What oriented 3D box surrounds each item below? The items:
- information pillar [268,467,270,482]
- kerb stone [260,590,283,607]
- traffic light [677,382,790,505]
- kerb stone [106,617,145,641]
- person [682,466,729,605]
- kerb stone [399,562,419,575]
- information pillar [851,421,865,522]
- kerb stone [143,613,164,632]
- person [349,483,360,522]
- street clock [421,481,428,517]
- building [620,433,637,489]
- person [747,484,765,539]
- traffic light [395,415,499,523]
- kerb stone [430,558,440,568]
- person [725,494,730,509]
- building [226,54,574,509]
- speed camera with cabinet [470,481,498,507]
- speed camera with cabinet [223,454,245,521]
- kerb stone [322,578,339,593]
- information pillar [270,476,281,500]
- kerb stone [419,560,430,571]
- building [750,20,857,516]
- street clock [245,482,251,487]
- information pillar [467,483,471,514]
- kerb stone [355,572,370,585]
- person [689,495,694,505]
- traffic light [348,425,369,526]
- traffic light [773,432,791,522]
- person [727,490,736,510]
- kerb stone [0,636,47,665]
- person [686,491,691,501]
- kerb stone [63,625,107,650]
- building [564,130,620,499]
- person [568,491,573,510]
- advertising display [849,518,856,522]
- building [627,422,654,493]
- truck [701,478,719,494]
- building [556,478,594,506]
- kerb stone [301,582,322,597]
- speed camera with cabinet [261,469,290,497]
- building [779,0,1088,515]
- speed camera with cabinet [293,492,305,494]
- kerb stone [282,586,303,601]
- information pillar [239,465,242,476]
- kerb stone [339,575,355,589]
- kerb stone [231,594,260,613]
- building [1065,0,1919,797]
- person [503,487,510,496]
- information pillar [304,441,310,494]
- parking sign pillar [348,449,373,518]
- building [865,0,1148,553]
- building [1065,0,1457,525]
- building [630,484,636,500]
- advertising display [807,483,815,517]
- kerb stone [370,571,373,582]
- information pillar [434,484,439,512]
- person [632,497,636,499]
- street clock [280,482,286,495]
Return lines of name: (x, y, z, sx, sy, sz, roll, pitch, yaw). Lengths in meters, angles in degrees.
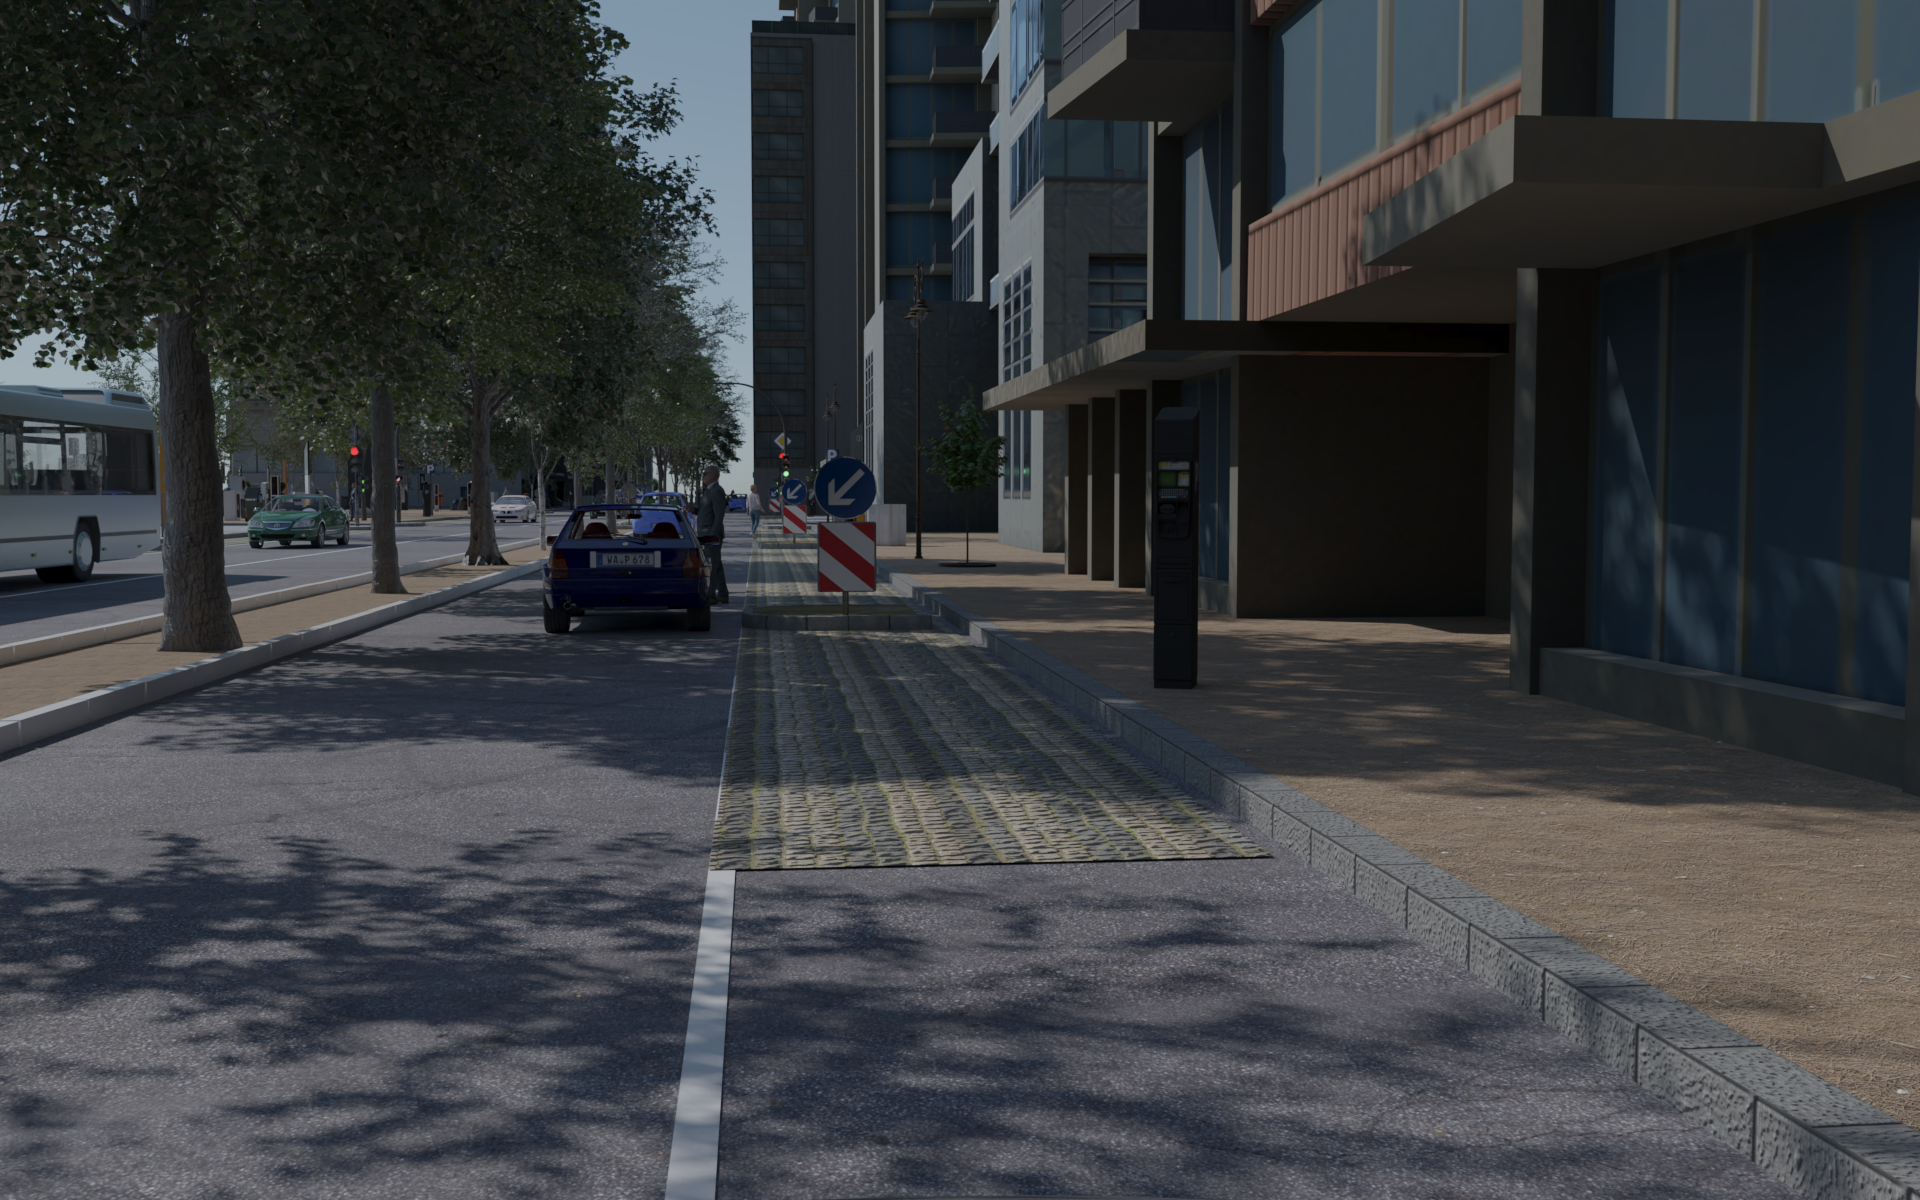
information pillar: (-55.613, -9.057, 139.438, 0.183, 3.616, 0.504, -1, 4, -13)
kerb stone: (-8.953, -0.006, 22.290, 0.120, 0.150, 1.000, 0, 4, -7)
traffic light: (-9.220, -5.862, 70.507, 4.771, 5.953, 1.251, 0, 4, -7)
kerb stone: (-8.363, 0.307, 17.197, 0.120, 0.150, 1.000, 0, 4, -7)
person: (-3.298, -0.847, 22.528, 0.590, 1.801, 0.661, -1, 4, -18)
kerb stone: (-10.024, -0.566, 31.449, 0.120, 0.150, 1.000, 0, 4, -7)
information pillar: (-3.277, -3.935, 55.687, 0.504, 3.616, 0.183, 2, 4, 26)
kerb stone: (-8.481, 0.244, 18.212, 0.120, 0.150, 1.000, 0, 4, -7)
person: (-28.037, -4.522, 80.159, 0.721, 1.800, 0.419, 2, 4, 34)
street clock: (-30.332, -5.723, 98.142, 0.358, 2.002, 0.471, 0, 4, 2)
building: (-58.107, -36.241, 247.167, 22.147, 44.769, 28.867, 0, 4, -7)
person: (-6.576, -2.833, 55.489, 0.731, 1.740, 0.598, 1, 4, 17)
traffic light: (-22.853, -6.267, 77.127, 4.771, 5.953, 1.251, 0, 4, -7)
kerb stone: (-10.259, -0.691, 33.496, 0.120, 0.150, 1.000, 0, 4, -7)
person: (-22.533, -9.582, 165.170, 1.348, 1.822, 0.705, -1, 4, -8)
building: (-51.247, -35.074, 162.703, 28.713, 52.752, 27.495, 0, 4, -7)
speed camera with cabinet: (-34.428, -7.973, 124.696, 2.038, 3.252, 0.660, 3, 4, 36)
speed camera with cabinet: (-35.357, -5.509, 84.400, 0.660, 3.252, 2.038, -1, 4, -10)
kerb stone: (-9.310, -0.189, 25.348, 0.120, 0.150, 1.000, 0, 4, -7)
information pillar: (-27.184, -3.934, 68.815, 0.304, 2.012, 0.304, 0, 4, -7)
kerb stone: (-10.145, -0.629, 32.476, 0.120, 0.150, 1.000, 0, 4, -7)
building: (-6.172, -20.719, 110.457, 14.160, 30.474, 14.107, 0, 4, -7)
street clock: (-42.883, -6.088, 104.103, 0.471, 2.002, 0.358, 2, 4, 23)
information pillar: (-31.069, -6.450, 109.947, 0.304, 2.012, 0.304, 0, 4, 2)
kerb stone: (-9.547, -0.312, 27.379, 0.120, 0.150, 1.000, 0, 4, -7)
person: (-36.862, -13.954, 237.578, 0.756, 1.711, 0.436, 0, 4, 5)
traffic light: (-23.999, -4.893, 68.920, 0.839, 4.253, 0.868, 0, 4, -7)
traffic light: (-8.075, -5.498, 78.820, 0.839, 4.253, 0.868, 0, 4, -7)
person: (-20.281, -8.964, 155.002, 1.348, 1.831, 0.705, -3, 4, -38)
kerb stone: (-8.125, 0.430, 15.166, 0.120, 0.150, 1.000, 0, 4, -7)
person: (-24.531, -8.937, 155.143, 1.217, 1.766, 0.721, -2, 4, -26)
kerb stone: (-8.246, 0.368, 16.181, 0.120, 0.150, 1.000, 0, 4, -7)
building: (-53.525, -35.988, 212.112, 21.300, 48.544, 21.600, 0, 4, -7)
person: (-34.547, -8.825, 153.590, 0.445, 1.727, 0.742, -1, 4, -20)
advertising display: (-3.505, -3.035, 54.832, 0.123, 1.923, 0.974, 2, 4, 24)
building: (-59.640, -37.299, 293.439, 14.154, 41.232, 14.086, 0, 4, -7)
truck: (-42.376, -18.662, 294.033, 2.839, 4.237, 11.283, 0, 4, -5)
building: (-57.093, -30.408, 189.046, 32.217, 40.220, 23.993, 0, 4, -7)
kerb stone: (-9.193, -0.131, 24.332, 0.120, 0.150, 1.000, 0, 4, -7)
speed camera with cabinet: (-53.783, -8.650, 135.770, 0.660, 3.252, 2.038, 2, 4, 27)
building: (-3.513, -29.684, 139.959, 22.147, 44.769, 28.867, 0, 4, -7)
speed camera with cabinet: (-54.003, -8.923, 140.221, 2.038, 3.252, 0.660, -3, 5, -43)
kerb stone: (-9.074, -0.066, 23.317, 0.120, 0.150, 1.000, 0, 4, -7)
information pillar: (-57.625, -9.015, 138.753, 0.183, 3.616, 0.504, -3, 5, -43)
kerb stone: (-9.423, -0.252, 26.364, 0.120, 0.150, 1.000, 0, 4, -7)
kerb stone: (-8.836, 0.059, 21.270, 0.120, 0.150, 1.000, 0, 4, -7)
building: (12.683, -22.050, 15.146, 22.147, 44.769, 28.867, 0, 4, -7)
person: (-34.567, -7.693, 131.950, 0.853, 1.813, 0.709, 2, 4, 31)
information pillar: (-28.653, -5.181, 76.070, 0.183, 3.616, 0.504, -3, 4, -36)
parking sign pillar: (-32.154, -6.394, 93.013, 1.447, 3.967, 1.447, 0, 4, -1)
building: (9.113, -45.193, 51.575, 22.319, 86.520, 31.000, 0, 4, -7)
building: (7.284, -26.608, 89.666, 28.867, 44.769, 22.147, 0, 4, -7)
building: (-66.735, -35.566, 273.390, 32.217, 40.220, 23.993, 0, 4, -7)
advertising display: (-8.380, -5.628, 97.236, 0.123, 1.923, 0.974, 1, 4, 15)
kerb stone: (-9.664, -0.380, 28.402, 0.120, 0.150, 1.000, 0, 4, -7)
information pillar: (-38.403, -7.494, 127.026, 0.304, 2.012, 0.304, -1, 4, -15)
person: (-33.817, -10.284, 179.874, 0.421, 1.427, 0.697, 0, 4, -3)
street clock: (-40.381, -6.024, 103.069, 0.358, 2.002, 0.471, 2, 4, 32)
